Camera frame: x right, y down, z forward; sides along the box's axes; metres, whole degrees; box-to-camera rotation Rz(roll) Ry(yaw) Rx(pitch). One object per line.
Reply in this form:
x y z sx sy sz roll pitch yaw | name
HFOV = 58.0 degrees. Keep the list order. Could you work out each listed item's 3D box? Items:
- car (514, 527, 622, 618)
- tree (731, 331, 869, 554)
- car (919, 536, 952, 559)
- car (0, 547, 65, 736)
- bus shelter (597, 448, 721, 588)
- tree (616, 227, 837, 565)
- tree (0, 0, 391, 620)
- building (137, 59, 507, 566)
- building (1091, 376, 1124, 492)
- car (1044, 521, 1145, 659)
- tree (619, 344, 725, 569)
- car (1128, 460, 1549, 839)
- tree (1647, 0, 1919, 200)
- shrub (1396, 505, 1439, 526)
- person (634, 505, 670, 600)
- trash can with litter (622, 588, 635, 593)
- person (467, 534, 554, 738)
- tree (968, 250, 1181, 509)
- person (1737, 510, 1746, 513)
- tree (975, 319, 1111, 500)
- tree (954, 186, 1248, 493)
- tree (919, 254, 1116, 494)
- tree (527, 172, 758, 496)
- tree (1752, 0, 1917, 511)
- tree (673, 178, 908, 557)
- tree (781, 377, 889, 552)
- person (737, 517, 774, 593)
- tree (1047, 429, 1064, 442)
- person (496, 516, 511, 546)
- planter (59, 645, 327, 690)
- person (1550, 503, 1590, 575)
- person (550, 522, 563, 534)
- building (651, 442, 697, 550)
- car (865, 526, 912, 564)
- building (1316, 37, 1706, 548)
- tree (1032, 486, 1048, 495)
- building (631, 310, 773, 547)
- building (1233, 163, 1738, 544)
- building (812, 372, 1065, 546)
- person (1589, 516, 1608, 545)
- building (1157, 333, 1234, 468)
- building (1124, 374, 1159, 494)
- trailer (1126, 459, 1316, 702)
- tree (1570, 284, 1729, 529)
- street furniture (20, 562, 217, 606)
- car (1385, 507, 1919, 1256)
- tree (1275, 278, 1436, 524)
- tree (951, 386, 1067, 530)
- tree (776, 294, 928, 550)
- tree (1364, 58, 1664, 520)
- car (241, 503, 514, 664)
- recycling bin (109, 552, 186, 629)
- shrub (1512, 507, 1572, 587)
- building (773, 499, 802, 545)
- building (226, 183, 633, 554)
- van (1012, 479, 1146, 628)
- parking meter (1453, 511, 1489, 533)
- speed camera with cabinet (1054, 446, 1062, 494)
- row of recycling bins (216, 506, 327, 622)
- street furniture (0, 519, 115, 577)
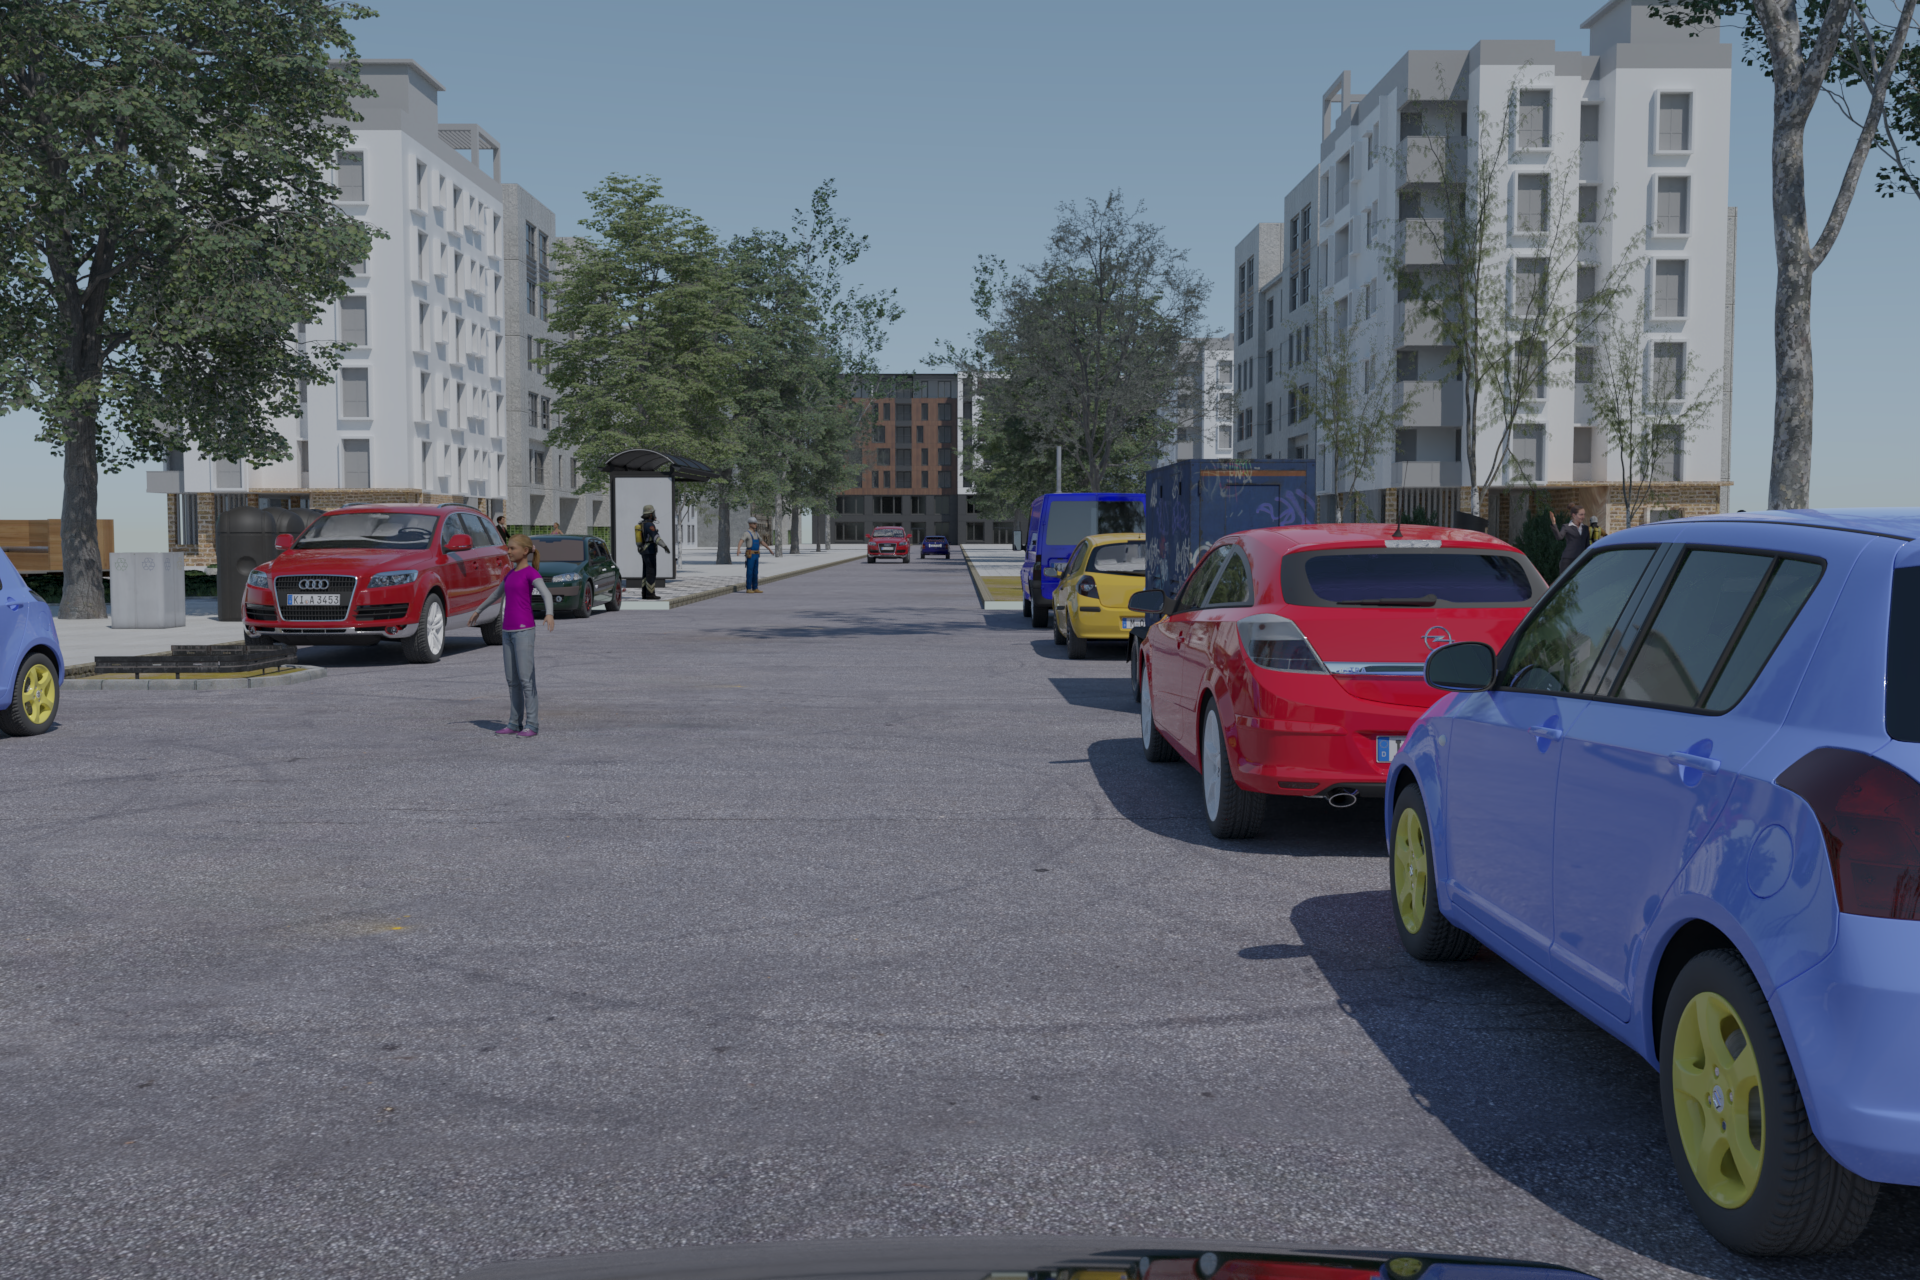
-7.173 -1.281 30.732 2.009 1.686 4.222 0 4 0 | car
-10.553 -12.467 110.497 9.857 13.997 8.962 0 3 0 | tree
-1.440 -5.402 100.899 1.945 1.354 3.894 0 4 -1 | car
-7.378 -0.088 11.031 1.945 1.707 3.694 0 3 0 | car
-7.478 -3.041 43.648 2.014 3.302 5.546 0 4 2 | bus shelter
-10.064 -10.160 72.777 9.857 13.997 8.962 0 3 0 | tree
-13.269 -7.300 26.004 9.857 13.997 8.962 0 3 0 | tree
-26.825 -13.089 70.429 16.016 20.090 11.380 0 4 0 | building
22.982 -20.498 201.598 16.747 18.905 31.486 0 4 0 | building
2.065 -0.676 21.274 2.015 1.641 3.980 0 4 0 | car
-10.229 -6.910 63.339 4.360 8.622 3.978 0 3 0 | tree
2.058 -0.036 9.628 2.155 1.783 4.494 0 4 0 | car
22.157 -11.229 39.479 12.611 20.169 13.585 0 3 0 | tree
11.784 -2.487 44.696 1.661 2.075 1.752 0 3 0 | shrub
-6.070 -1.723 33.950 0.705 1.856 1.354 -2 4 -35 | person
-7.862 -1.663 38.250 1.678 1.210 2.233 0 4 0 | trash can with litter
-3.162 -0.032 12.240 0.991 1.433 0.599 3 5 41 | person
5.378 -10.475 77.921 9.857 13.997 8.962 0 3 0 | tree
14.556 -1.568 32.446 1.217 1.737 0.721 -1 4 -13 | person
4.659 -10.551 90.637 7.486 12.596 7.792 0 3 0 | tree
4.919 -9.270 61.941 12.009 13.543 11.850 0 3 0 | tree
3.896 -16.058 118.440 12.611 20.169 13.585 0 3 0 | tree
-10.067 -8.385 55.220 7.486 12.596 7.792 0 3 0 | tree
7.919 -9.793 16.007 12.611 20.169 13.585 0 3 0 | tree
-9.322 -14.509 93.110 12.611 20.169 13.585 0 3 0 | tree
-10.168 -13.028 123.375 12.009 13.543 11.850 0 3 0 | tree
-5.001 -2.054 41.904 0.705 1.847 1.347 2 4 33 | person
5.516 -9.571 106.851 4.737 8.622 4.395 0 3 0 | tree
-13.223 -2.682 50.030 0.705 1.806 1.347 1 4 19 | person
-7.349 0.259 16.902 1.991 0.319 1.994 0 4 0 | planter
8.623 -1.074 24.410 0.742 1.727 0.445 -3 5 -43 | person
-15.614 -3.666 66.735 1.217 1.733 0.721 2 4 29 | person
-27.658 -12.902 153.103 9.099 9.664 28.070 0 4 0 | building
-3.506 -4.702 85.558 2.281 1.827 5.304 0 4 -1 | car
20.303 -13.201 72.248 16.016 20.090 11.380 0 3 0 | building
4.492 -9.196 100.715 4.360 8.622 3.978 0 3 0 | tree
-29.546 -21.193 177.435 19.493 23.208 18.063 0 4 0 | building
25.379 -13.760 91.441 16.747 18.905 31.486 0 4 0 | building
-2.561 -23.415 229.264 32.646 21.610 27.936 0 4 0 | building
20.085 -3.009 54.965 1.354 1.858 0.705 0 4 -2 | person
23.849 -18.787 163.581 16.016 20.090 11.380 0 4 0 | building
22.372 -19.911 181.963 16.016 20.090 11.380 0 4 0 | building
2.184 -0.493 15.113 1.471 1.999 3.904 0 4 -1 | trailer
19.783 -6.183 51.450 4.360 8.622 3.978 0 3 0 | tree
-16.188 -1.261 36.249 5.734 0.657 10.072 1 4 23 | street furniture
2.344 0.297 4.743 1.945 1.707 3.694 0 3 0 | car
10.896 -6.132 50.625 4.360 8.622 3.978 0 3 0 | tree
4.432 -14.194 138.731 9.857 13.997 8.962 0 3 0 | tree
-9.449 -17.160 136.448 12.611 20.169 13.585 0 3 0 | tree
8.097 -4.729 27.684 4.360 8.622 3.978 0 3 0 | tree
-6.824 -0.745 20.855 2.281 1.827 5.304 0 3 0 | car
-11.110 -0.682 23.700 0.722 1.027 0.722 0 4 0 | recycling bin
13.666 -2.194 40.289 1.690 2.028 1.600 0 3 0 | shrub
-28.621 -20.594 203.170 16.747 18.905 31.486 0 4 1 | building
-30.732 -14.489 103.358 16.747 18.905 31.486 0 4 0 | building
2.021 -1.453 28.147 2.240 2.365 5.245 0 4 0 | van
5.550 -0.638 18.844 0.372 1.533 0.369 0 3 0 | parking meter
2.436 -2.695 38.407 0.660 3.252 2.038 0 4 -2 | speed camera with cabinet
-10.501 -1.215 26.986 1.069 1.692 3.534 0 4 0 | row of recycling bins
-28.609 -2.829 53.109 11.010 1.723 9.812 3 4 38 | street furniture
